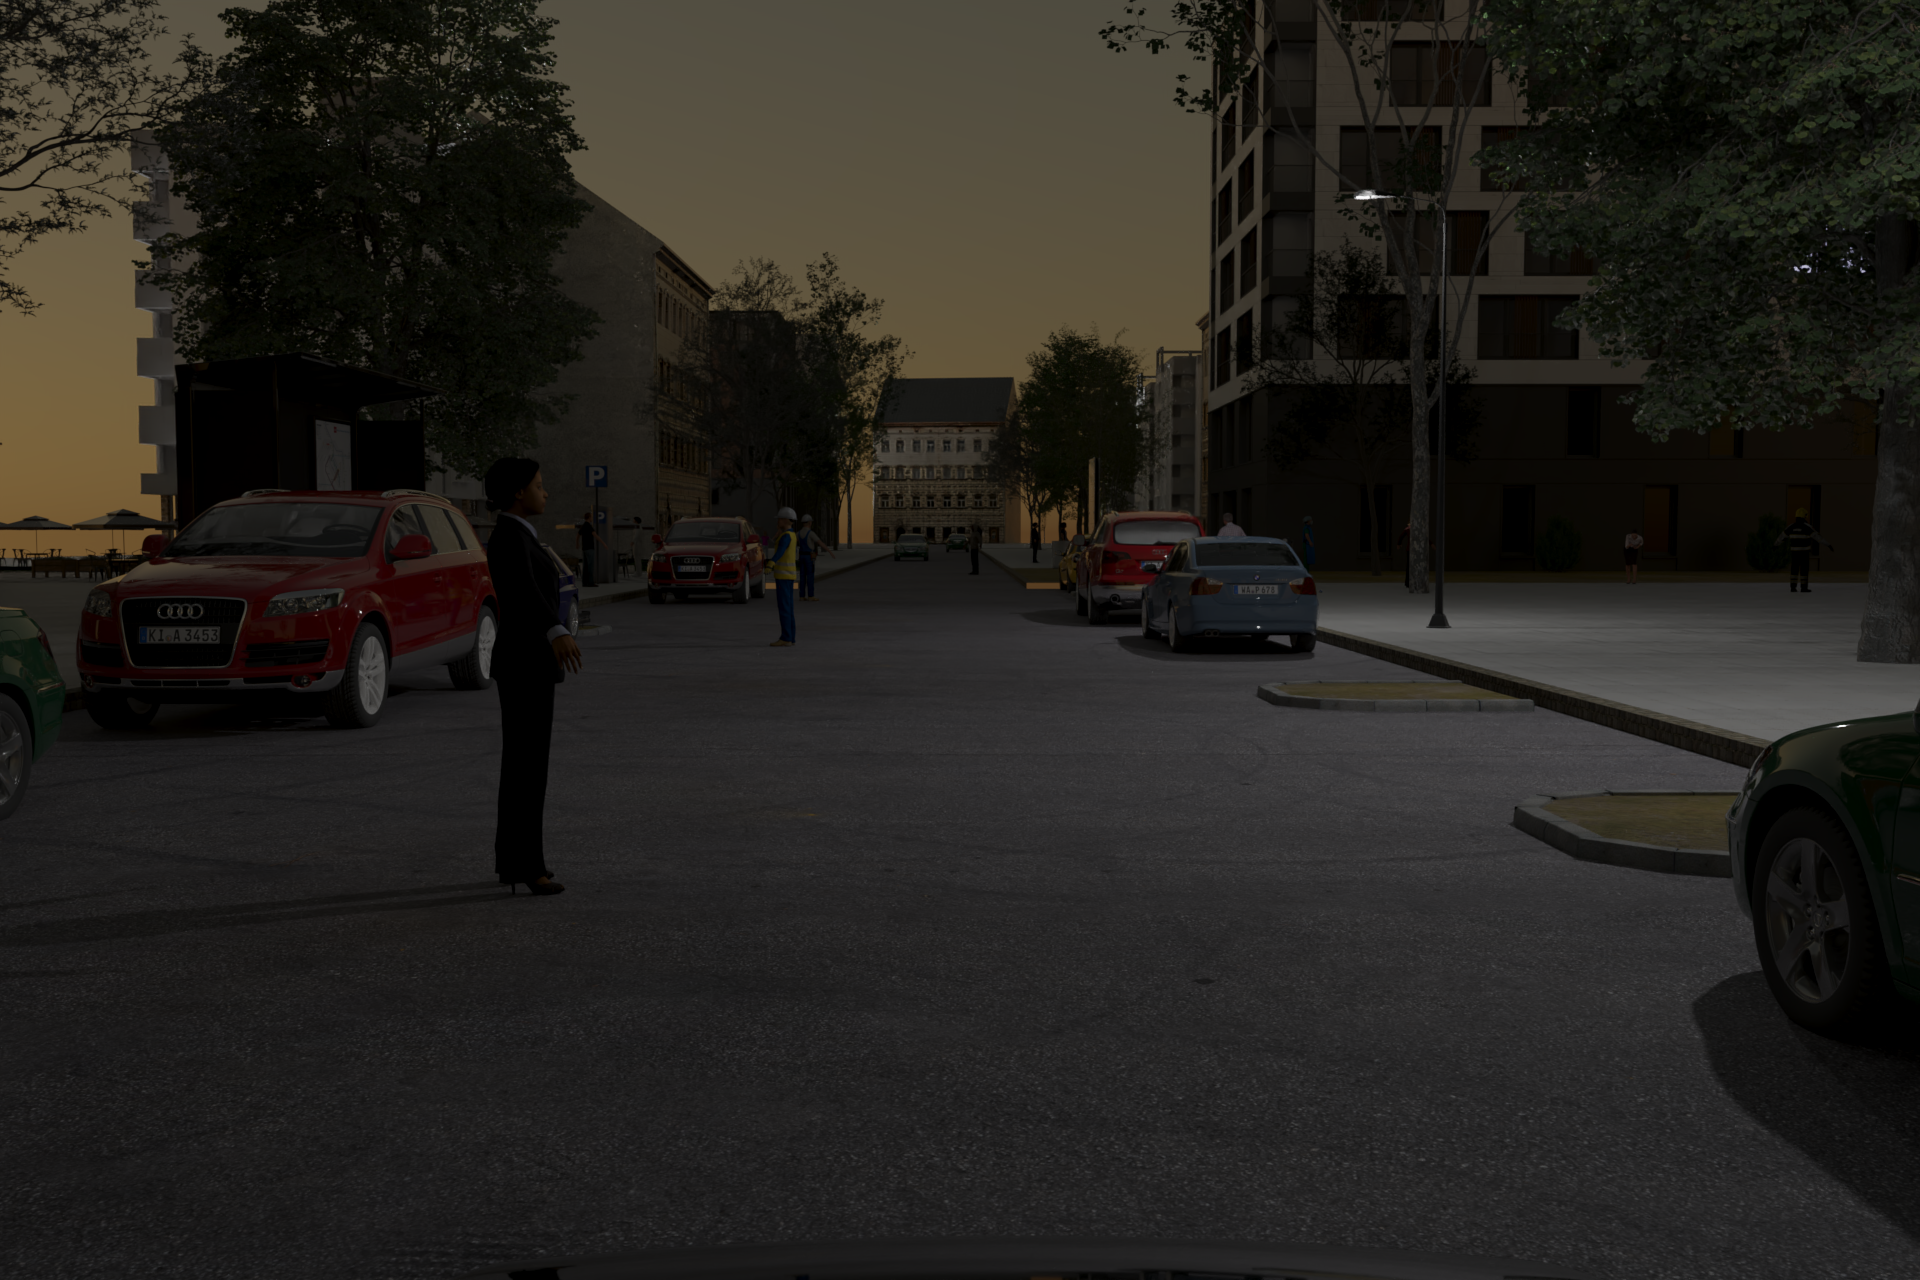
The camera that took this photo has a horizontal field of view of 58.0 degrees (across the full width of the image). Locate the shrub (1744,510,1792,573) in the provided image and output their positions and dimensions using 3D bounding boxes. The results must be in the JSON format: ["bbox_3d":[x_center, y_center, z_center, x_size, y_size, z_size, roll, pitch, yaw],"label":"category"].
[{"bbox_3d":[26.957,-3.278,57.632,1.661,2.075,1.752,0,3,0],"label":"shrub"}]

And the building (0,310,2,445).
[{"bbox_3d":[-31.836,-12.908,30.124,14.460,24.649,34.723,0,4,0],"label":"building"}]

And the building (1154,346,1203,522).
[{"bbox_3d":[24.878,-19.489,175.063,16.016,20.090,11.380,0,4,0],"label":"building"}]

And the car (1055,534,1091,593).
[{"bbox_3d":[3.418,-2.023,43.295,2.015,1.641,3.980,0,4,-1],"label":"car"}]

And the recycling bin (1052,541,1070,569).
[{"bbox_3d":[3.801,-3.181,64.568,0.722,1.027,0.722,0,4,0],"label":"recycling bin"}]

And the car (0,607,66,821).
[{"bbox_3d":[-5.681,0.278,7.249,2.131,1.459,4.920,0,3,0],"label":"car"}]

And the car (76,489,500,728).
[{"bbox_3d":[-5.349,-0.354,14.457,2.281,1.827,5.304,0,3,0],"label":"car"}]

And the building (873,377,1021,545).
[{"bbox_3d":[-1.504,-24.986,241.902,18.063,23.208,19.493,1,4,8],"label":"building"}]

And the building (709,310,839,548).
[{"bbox_3d":[-27.199,-20.221,174.594,27.936,21.610,32.646,0,4,0],"label":"building"}]

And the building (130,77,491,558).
[{"bbox_3d":[-28.229,-13.256,73.149,16.016,20.090,11.380,0,4,-1],"label":"building"}]

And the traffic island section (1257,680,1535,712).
[{"bbox_3d":[3.630,0.483,14.965,1.991,0.108,1.994,0,4,-1],"label":"traffic island section"}]

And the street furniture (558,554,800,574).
[{"bbox_3d":[-10.215,-2.590,57.971,10.072,0.657,5.734,0,4,0],"label":"street furniture"}]

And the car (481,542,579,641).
[{"bbox_3d":[-6.010,-0.567,21.848,1.945,1.354,3.894,0,4,0],"label":"car"}]

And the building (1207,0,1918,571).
[{"bbox_3d":[24.392,-14.138,75.134,27.936,21.610,32.646,0,3,0],"label":"building"}]

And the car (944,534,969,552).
[{"bbox_3d":[-0.195,-7.630,136.548,2.131,1.459,4.920,0,4,0],"label":"car"}]

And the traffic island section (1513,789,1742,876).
[{"bbox_3d":[3.725,0.899,8.162,1.991,0.108,1.994,0,4,-1],"label":"traffic island section"}]

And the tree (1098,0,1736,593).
[{"bbox_3d":[9.268,-10.991,35.594,12.611,20.169,13.585,0,3,0],"label":"tree"}]

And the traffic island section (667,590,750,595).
[{"bbox_3d":[-6.107,-1.149,41.660,1.991,0.108,1.994,0,4,-1],"label":"traffic island section"}]

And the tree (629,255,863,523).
[{"bbox_3d":[-9.098,-10.106,75.603,12.009,13.543,11.850,0,3,0],"label":"tree"}]

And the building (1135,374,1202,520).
[{"bbox_3d":[25.783,-21.204,203.105,16.016,20.090,11.380,0,4,0],"label":"building"}]

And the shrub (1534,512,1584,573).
[{"bbox_3d":[19.980,-3.269,57.867,1.690,2.028,1.600,0,3,0],"label":"shrub"}]

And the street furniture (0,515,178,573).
[{"bbox_3d":[-33.328,-3.389,60.434,27.439,1.986,14.083,-1,4,-9],"label":"street furniture"}]

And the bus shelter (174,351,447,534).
[{"bbox_3d":[-9.294,-2.089,25.440,1.731,3.624,6.357,0,4,0],"label":"bus shelter"}]

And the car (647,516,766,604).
[{"bbox_3d":[-5.365,-1.742,37.155,2.281,1.827,5.304,0,4,0],"label":"car"}]

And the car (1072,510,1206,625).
[{"bbox_3d":[3.051,-1.237,28.891,2.281,1.827,5.304,0,4,0],"label":"car"}]

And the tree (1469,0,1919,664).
[{"bbox_3d":[9.383,-6.757,17.126,9.857,13.997,8.962,0,3,0],"label":"tree"}]

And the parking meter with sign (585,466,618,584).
[{"bbox_3d":[-9.272,-2.984,45.046,0.543,3.016,1.738,0,4,-1],"label":"parking meter with sign"}]

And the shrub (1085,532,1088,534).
[{"bbox_3d":[5.307,-3.639,63.547,1.661,2.075,1.752,0,3,0],"label":"shrub"}]

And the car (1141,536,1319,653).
[{"bbox_3d":[3.403,-0.627,22.251,2.014,1.417,4.499,0,4,-1],"label":"car"}]

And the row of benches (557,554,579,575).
[{"bbox_3d":[-13.960,-2.352,53.914,4.104,0.672,1.422,0,4,7],"label":"row of benches"}]

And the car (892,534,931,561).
[{"bbox_3d":[-2.596,-4.971,93.077,2.131,1.459,4.920,0,4,-1],"label":"car"}]

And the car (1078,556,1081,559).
[{"bbox_3d":[3.544,-1.497,37.056,1.945,1.354,3.894,0,4,-1],"label":"car"}]

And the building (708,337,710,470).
[{"bbox_3d":[-28.429,-17.874,123.171,19.493,23.208,18.063,0,3,0],"label":"building"}]

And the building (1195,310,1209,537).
[{"bbox_3d":[26.538,-17.383,115.149,19.493,23.208,18.063,0,4,0],"label":"building"}]

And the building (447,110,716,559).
[{"bbox_3d":[-24.993,-16.403,99.121,19.493,23.208,18.063,0,4,1],"label":"building"}]

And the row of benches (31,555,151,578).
[{"bbox_3d":[-25.063,-2.148,50.583,4.104,0.672,1.422,1,4,10],"label":"row of benches"}]

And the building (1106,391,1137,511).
[{"bbox_3d":[23.844,-22.357,221.960,16.016,20.090,11.380,0,4,-1],"label":"building"}]

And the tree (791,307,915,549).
[{"bbox_3d":[-10.783,-17.790,146.762,12.611,20.169,13.585,0,3,0],"label":"tree"}]

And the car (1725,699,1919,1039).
[{"bbox_3d":[3.373,0.503,3.573,2.131,1.459,4.920,0,4,-2],"label":"car"}]
